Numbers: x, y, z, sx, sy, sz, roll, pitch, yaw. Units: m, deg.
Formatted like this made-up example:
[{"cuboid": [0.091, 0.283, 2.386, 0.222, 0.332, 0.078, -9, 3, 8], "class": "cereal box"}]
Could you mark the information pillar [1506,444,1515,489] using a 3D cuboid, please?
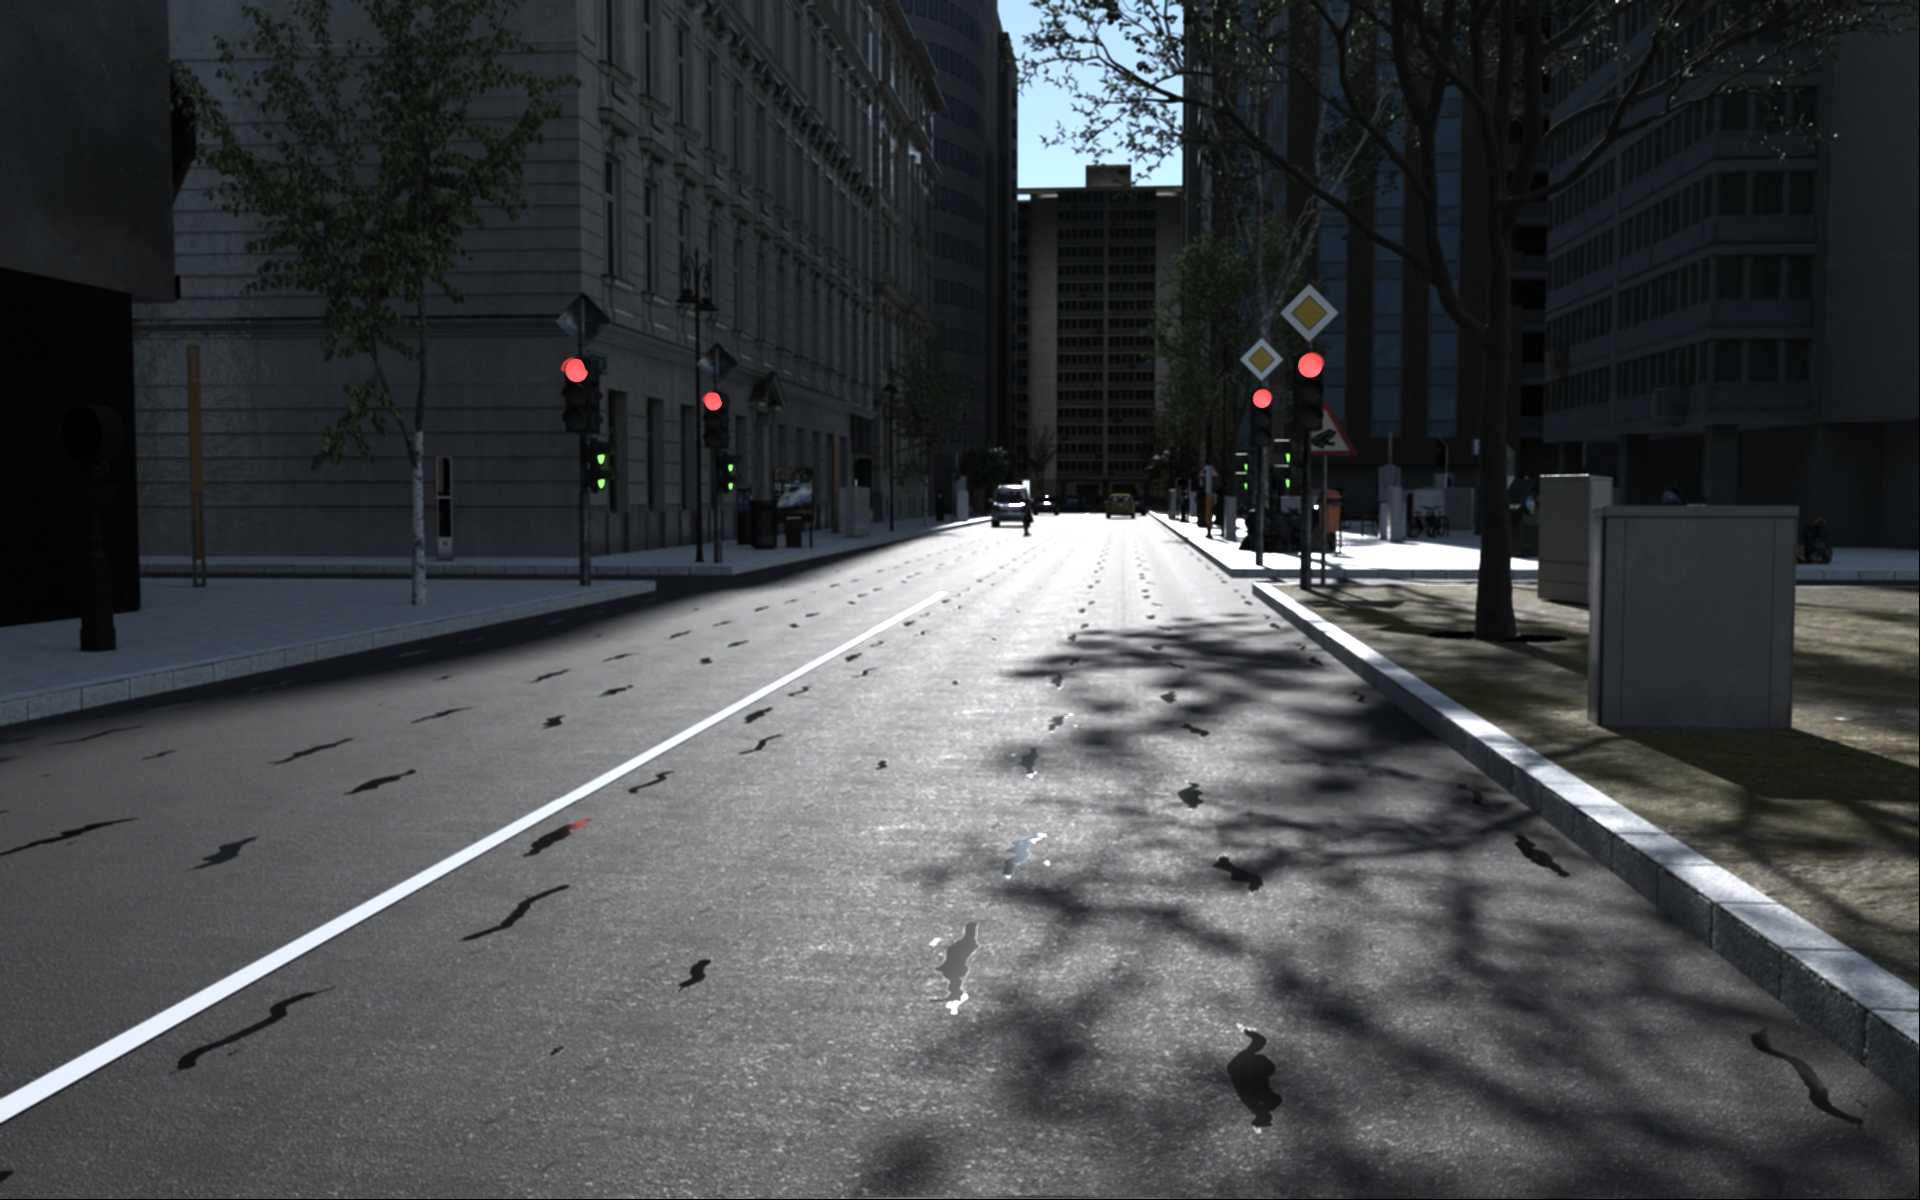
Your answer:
[{"cuboid": [25.185, -5.389, 79.469, 0.504, 3.616, 0.183, -1, 4, -15], "class": "information pillar"}]

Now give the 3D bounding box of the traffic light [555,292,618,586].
[{"cuboid": [-5.231, -2.154, 24.134, 0.839, 4.253, 0.868, 0, 4, 5], "class": "traffic light"}]

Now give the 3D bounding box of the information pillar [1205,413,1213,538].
[{"cuboid": [7.207, -3.595, 50.137, 0.183, 3.616, 0.504, 1, 4, 18], "class": "information pillar"}]

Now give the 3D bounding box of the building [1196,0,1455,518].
[{"cuboid": [22.871, -28.241, 111.855, 14.600, 45.320, 14.200, 0, 4, 5], "class": "building"}]

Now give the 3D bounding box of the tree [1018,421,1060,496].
[{"cuboid": [8.043, -13.727, 174.804, 4.360, 8.622, 3.978, 0, 3, 0], "class": "tree"}]

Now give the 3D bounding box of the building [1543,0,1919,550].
[{"cuboid": [30.165, -21.668, 46.146, 23.993, 40.220, 32.217, 0, 4, 5], "class": "building"}]

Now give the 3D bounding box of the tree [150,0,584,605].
[{"cuboid": [-6.524, -4.251, 19.866, 4.737, 8.622, 4.395, 0, 3, 0], "class": "tree"}]

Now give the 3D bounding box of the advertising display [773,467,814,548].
[{"cuboid": [-3.983, -2.215, 41.426, 0.974, 1.923, 0.123, -1, 4, -14], "class": "advertising display"}]

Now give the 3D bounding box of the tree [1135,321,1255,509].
[{"cuboid": [10.533, -7.555, 73.884, 4.737, 8.622, 4.395, 0, 3, 0], "class": "tree"}]

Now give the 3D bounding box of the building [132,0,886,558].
[{"cuboid": [-13.407, -17.104, 56.058, 17.030, 29.872, 44.131, 0, 4, 5], "class": "building"}]

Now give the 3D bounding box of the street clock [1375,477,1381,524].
[{"cuboid": [17.915, -4.248, 74.018, 0.358, 2.002, 0.471, 0, 4, -7], "class": "street clock"}]

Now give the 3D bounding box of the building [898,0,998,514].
[{"cuboid": [-8.859, -35.424, 121.173, 21.231, 58.520, 28.212, 0, 4, 5], "class": "building"}]

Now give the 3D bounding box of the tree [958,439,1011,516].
[{"cuboid": [1.414, -7.357, 104.002, 4.285, 4.588, 4.351, 0, 3, 0], "class": "tree"}]

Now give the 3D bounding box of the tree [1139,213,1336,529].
[{"cuboid": [10.200, -8.464, 64.134, 9.928, 11.665, 9.643, 0, 3, 0], "class": "tree"}]

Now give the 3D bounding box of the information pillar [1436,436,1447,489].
[{"cuboid": [19.425, -4.805, 69.922, 0.183, 3.616, 0.504, -3, 4, -37], "class": "information pillar"}]

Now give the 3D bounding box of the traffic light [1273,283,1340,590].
[{"cuboid": [4.638, -2.098, 23.222, 0.839, 4.253, 0.868, 0, 4, 5], "class": "traffic light"}]

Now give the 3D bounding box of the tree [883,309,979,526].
[{"cuboid": [-1.347, -7.296, 69.652, 4.737, 8.622, 4.395, 0, 3, 0], "class": "tree"}]

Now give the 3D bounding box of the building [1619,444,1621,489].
[{"cuboid": [61.659, -44.422, 164.556, 20.611, 71.187, 20.563, 0, 4, 5], "class": "building"}]

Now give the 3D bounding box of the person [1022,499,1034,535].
[{"cuboid": [2.399, -2.918, 60.872, 0.373, 1.253, 0.362, 2, 4, 30], "class": "person"}]

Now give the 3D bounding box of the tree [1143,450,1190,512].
[{"cuboid": [14.973, -8.694, 125.867, 4.285, 4.588, 4.351, 0, 3, 0], "class": "tree"}]

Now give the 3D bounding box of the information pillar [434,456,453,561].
[{"cuboid": [-9.905, -1.757, 33.226, 0.304, 2.012, 0.304, -1, 4, -22], "class": "information pillar"}]

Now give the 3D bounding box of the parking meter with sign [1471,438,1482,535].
[{"cuboid": [16.583, -3.579, 54.775, 0.543, 3.016, 1.738, 2, 4, 26], "class": "parking meter with sign"}]

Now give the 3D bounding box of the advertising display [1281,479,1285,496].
[{"cuboid": [13.414, -4.082, 71.952, 0.123, 1.923, 0.974, 1, 4, 9], "class": "advertising display"}]

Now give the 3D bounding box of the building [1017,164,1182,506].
[{"cuboid": [17.591, -31.508, 207.037, 23.993, 40.220, 32.217, 0, 4, 5], "class": "building"}]

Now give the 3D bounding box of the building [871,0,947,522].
[{"cuboid": [-8.674, -18.483, 89.582, 14.401, 28.519, 23.554, 0, 4, 5], "class": "building"}]

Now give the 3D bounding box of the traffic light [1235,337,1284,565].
[{"cuboid": [5.388, -2.584, 31.172, 0.839, 4.253, 0.868, 0, 4, 5], "class": "traffic light"}]

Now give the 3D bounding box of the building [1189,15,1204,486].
[{"cuboid": [29.856, -31.435, 133.563, 23.786, 49.044, 30.456, 0, 4, 5], "class": "building"}]

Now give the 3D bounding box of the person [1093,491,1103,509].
[{"cuboid": [13.074, -9.472, 164.151, 1.217, 1.735, 0.721, -2, 4, -35], "class": "person"}]

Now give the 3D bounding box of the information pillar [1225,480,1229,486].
[{"cuboid": [13.908, -5.246, 90.271, 0.304, 2.012, 0.304, 2, 4, 33], "class": "information pillar"}]

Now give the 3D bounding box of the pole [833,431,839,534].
[{"cuboid": [-4.019, -3.805, 56.054, 0.158, 3.312, 0.155, 0, 3, 0], "class": "pole"}]

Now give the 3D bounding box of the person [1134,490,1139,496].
[{"cuboid": [14.928, -8.476, 147.089, 0.705, 1.822, 1.348, -2, 4, -24], "class": "person"}]

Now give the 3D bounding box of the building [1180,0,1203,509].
[{"cuboid": [31.417, -37.953, 162.536, 21.231, 58.520, 28.212, 0, 4, 5], "class": "building"}]

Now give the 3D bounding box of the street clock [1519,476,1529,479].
[{"cuboid": [22.257, -3.902, 68.371, 0.358, 2.002, 0.471, 3, 5, 45], "class": "street clock"}]

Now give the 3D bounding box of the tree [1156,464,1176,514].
[{"cuboid": [13.337, -7.024, 109.444, 1.663, 3.219, 1.824, 0, 3, 0], "class": "tree"}]

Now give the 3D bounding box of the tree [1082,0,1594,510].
[{"cuboid": [8.419, -11.291, 40.491, 12.611, 20.169, 13.585, 0, 3, 0], "class": "tree"}]

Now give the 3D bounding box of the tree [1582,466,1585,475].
[{"cuboid": [36.241, -6.602, 102.549, 1.663, 3.219, 1.824, 0, 3, 0], "class": "tree"}]

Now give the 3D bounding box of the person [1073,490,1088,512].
[{"cuboid": [9.434, -7.743, 135.774, 1.217, 1.739, 0.721, 1, 4, 17], "class": "person"}]

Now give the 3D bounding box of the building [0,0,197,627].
[{"cuboid": [-17.796, -8.969, 14.097, 16.811, 18.784, 16.820, 0, 4, 5], "class": "building"}]

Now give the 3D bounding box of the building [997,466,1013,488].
[{"cuboid": [-6.021, -43.244, 145.289, 20.563, 71.187, 20.611, 0, 4, 5], "class": "building"}]

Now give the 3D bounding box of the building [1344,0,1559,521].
[{"cuboid": [23.033, -26.786, 88.060, 14.600, 45.320, 14.200, 0, 4, 5], "class": "building"}]

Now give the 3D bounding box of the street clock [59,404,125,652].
[{"cuboid": [-7.064, -0.585, 14.137, 0.471, 2.002, 0.358, 1, 4, 21], "class": "street clock"}]

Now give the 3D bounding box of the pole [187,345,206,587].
[{"cuboid": [-10.522, -1.836, 23.858, 0.158, 3.312, 0.155, 0, 3, 0], "class": "pole"}]

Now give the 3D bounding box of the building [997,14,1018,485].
[{"cuboid": [-5.468, -33.459, 170.751, 21.600, 48.544, 21.300, 0, 4, 5], "class": "building"}]

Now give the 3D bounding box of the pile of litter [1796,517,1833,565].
[{"cuboid": [15.601, -1.112, 32.145, 1.719, 0.858, 1.176, -3, 5, -43], "class": "pile of litter"}]

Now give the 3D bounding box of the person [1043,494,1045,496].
[{"cuboid": [6.483, -7.583, 135.711, 0.599, 1.433, 0.991, 2, 4, 29], "class": "person"}]

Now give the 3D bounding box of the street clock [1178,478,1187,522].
[{"cuboid": [10.261, -4.580, 79.452, 0.471, 2.002, 0.358, 3, 5, 42], "class": "street clock"}]

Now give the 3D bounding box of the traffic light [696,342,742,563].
[{"cuboid": [-4.481, -2.640, 32.084, 0.839, 4.253, 0.868, 0, 4, 5], "class": "traffic light"}]

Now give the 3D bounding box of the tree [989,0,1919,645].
[{"cuboid": [4.586, -6.395, 14.929, 12.009, 13.543, 11.850, 0, 3, 0], "class": "tree"}]
